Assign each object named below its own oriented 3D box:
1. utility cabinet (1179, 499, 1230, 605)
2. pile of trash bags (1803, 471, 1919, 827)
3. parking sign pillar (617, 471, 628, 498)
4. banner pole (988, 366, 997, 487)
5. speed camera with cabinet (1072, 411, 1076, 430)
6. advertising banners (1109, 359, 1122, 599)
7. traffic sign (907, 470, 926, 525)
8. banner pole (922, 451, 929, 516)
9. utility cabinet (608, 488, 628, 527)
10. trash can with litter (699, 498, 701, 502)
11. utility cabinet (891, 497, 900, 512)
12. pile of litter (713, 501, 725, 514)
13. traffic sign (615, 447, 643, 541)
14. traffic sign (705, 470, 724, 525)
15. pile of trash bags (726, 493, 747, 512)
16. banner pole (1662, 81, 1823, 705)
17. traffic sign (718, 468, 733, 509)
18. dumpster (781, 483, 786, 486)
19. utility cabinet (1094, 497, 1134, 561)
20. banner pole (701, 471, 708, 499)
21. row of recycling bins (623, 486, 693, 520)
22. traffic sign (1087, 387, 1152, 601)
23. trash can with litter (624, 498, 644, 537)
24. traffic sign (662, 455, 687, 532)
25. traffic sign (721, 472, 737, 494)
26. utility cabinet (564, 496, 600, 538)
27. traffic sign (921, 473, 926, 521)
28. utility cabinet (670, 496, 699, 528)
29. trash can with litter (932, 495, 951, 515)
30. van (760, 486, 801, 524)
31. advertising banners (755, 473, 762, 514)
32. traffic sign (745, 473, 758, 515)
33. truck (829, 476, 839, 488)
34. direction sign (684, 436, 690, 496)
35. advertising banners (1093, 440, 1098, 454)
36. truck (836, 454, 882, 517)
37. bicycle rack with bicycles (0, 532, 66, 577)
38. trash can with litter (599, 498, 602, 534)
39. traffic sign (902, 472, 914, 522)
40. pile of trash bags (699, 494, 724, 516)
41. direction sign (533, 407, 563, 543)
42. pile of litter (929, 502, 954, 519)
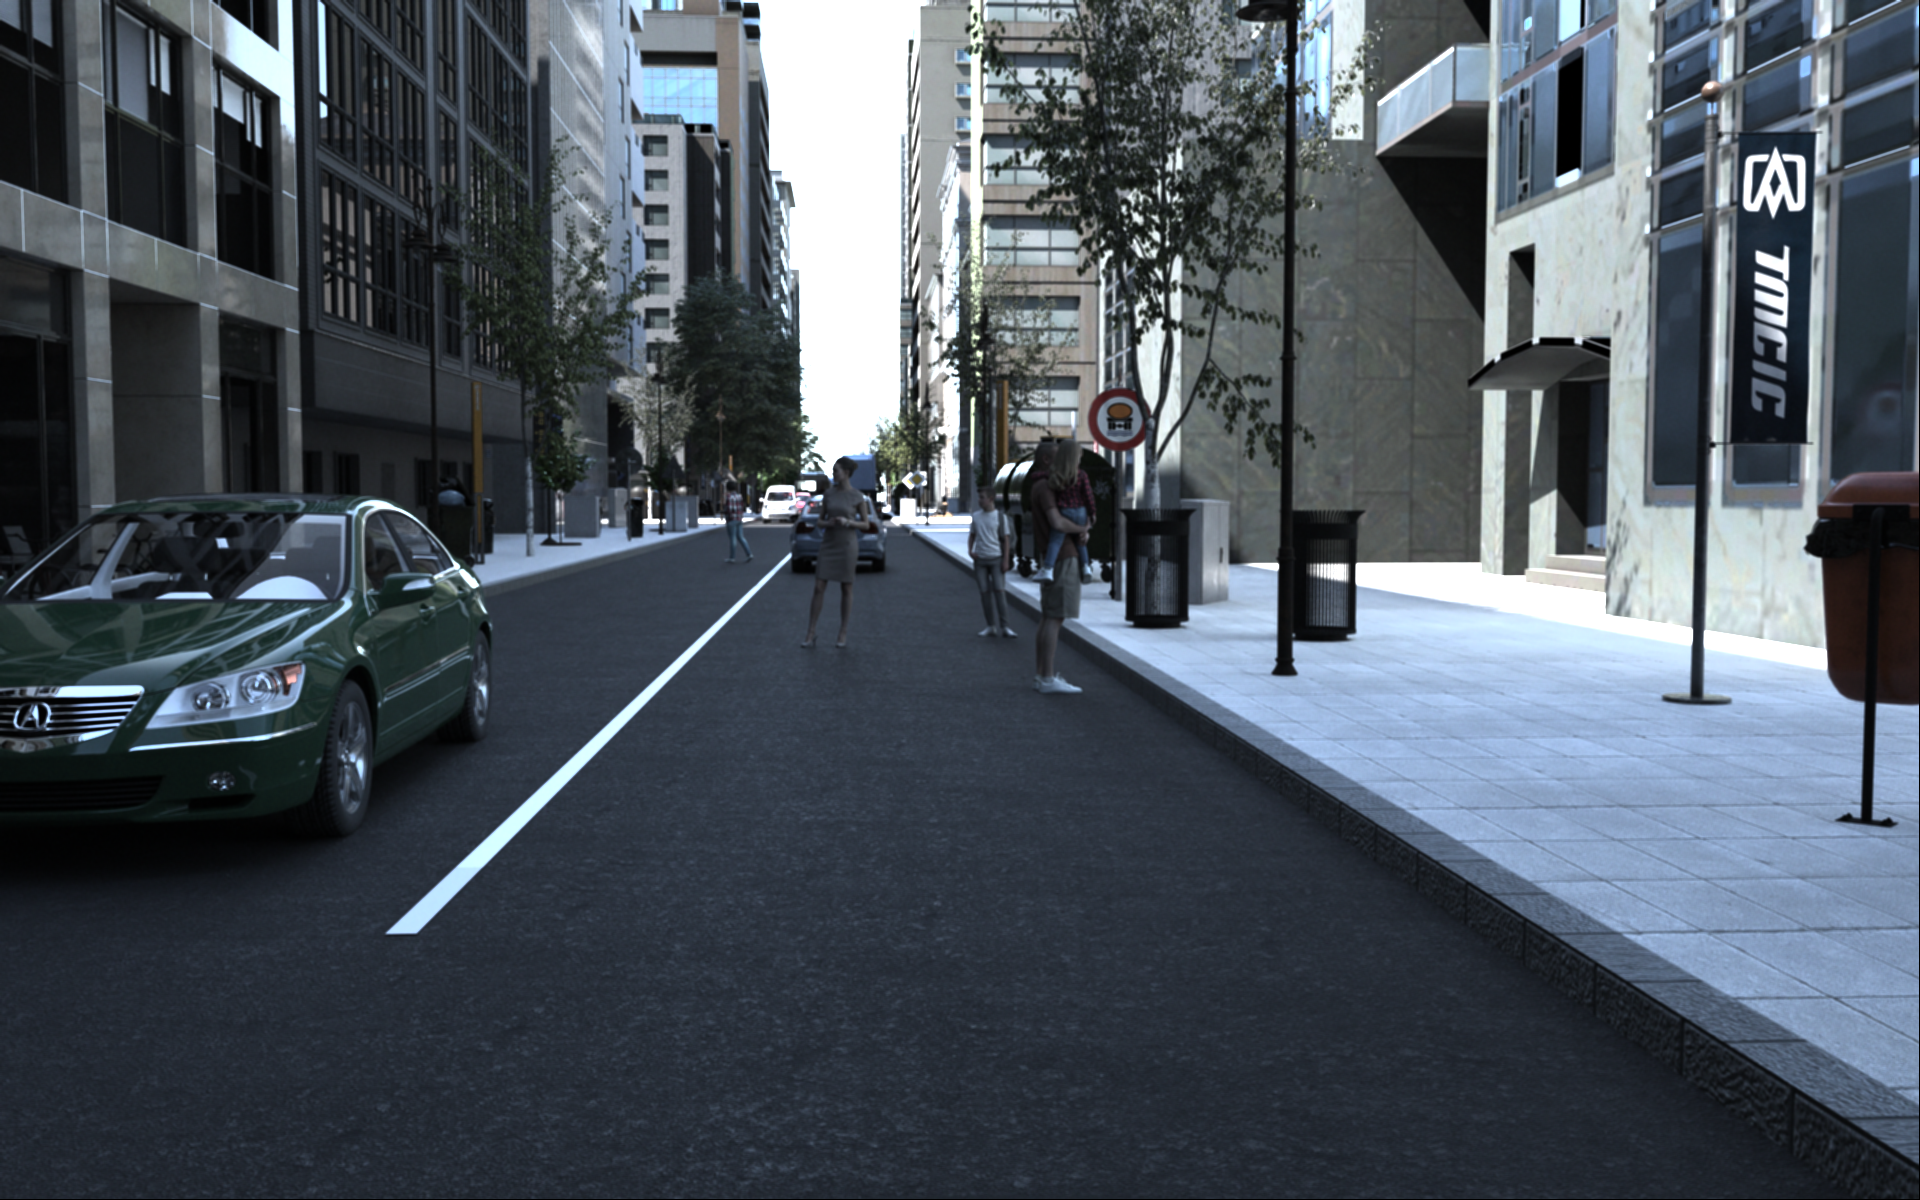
[{"bbox_3d":[2.908,-0.572,20.517,0.306,1.237,1.020,2,4,26],"label":"utility cabinet"},{"bbox_3d":[4.735,0.233,5.948,3.447,1.369,1.912,3,5,42],"label":"pile of trash bags"},{"bbox_3d":[-23.514,-8.000,119.270,1.447,3.967,1.447,0,4,6],"label":"parking sign pillar"},{"bbox_3d":[0.653,-2.703,34.217,0.401,3.779,0.863,1,4,12],"label":"banner pole"},{"bbox_3d":[2.105,-2.862,41.133,2.038,3.252,0.660,-1,4,-14],"label":"speed camera with cabinet"},{"bbox_3d":[1.991,-1.576,21.956,0.090,3.025,2.074,0,4,8],"label":"advertising banners"},{"bbox_3d":[-1.771,-4.147,71.453,0.795,2.450,0.064,0,4,-4],"label":"traffic sign"},{"bbox_3d":[-2.002,-6.833,101.732,0.401,3.779,0.863,2,4,27],"label":"banner pole"},{"bbox_3d":[-13.080,-3.523,66.285,0.318,1.500,1.173,1,4,12],"label":"utility cabinet"},{"bbox_3d":[-17.756,-6.368,115.502,0.624,1.170,1.055,2,4,26],"label":"trash can with litter"},{"bbox_3d":[-4.311,-6.763,121.734,1.020,1.237,0.306,1,4,14],"label":"utility cabinet"},{"bbox_3d":[-15.157,-5.854,109.685,1.719,0.858,1.176,0,4,6],"label":"pile of litter"},{"bbox_3d":[-9.019,-2.880,47.195,0.768,2.556,0.104,0,4,1],"label":"traffic sign"},{"bbox_3d":[-10.050,-4.118,70.965,0.795,2.450,0.064,0,4,-4],"label":"traffic sign"},{"bbox_3d":[-15.953,-6.784,120.668,1.912,1.369,3.447,0,4,4],"label":"pile of trash bags"},{"bbox_3d":[4.795,-1.259,10.606,0.863,3.779,0.401,0,4,2],"label":"banner pole"},{"bbox_3d":[-11.424,-5.147,84.261,0.768,2.556,0.104,0,4,-2],"label":"traffic sign"},{"bbox_3d":[-15.108,-8.737,145.339,1.502,2.255,1.985,0,4,-3],"label":"dumpster"},{"bbox_3d":[2.979,-1.374,33.635,0.306,1.237,1.020,3,4,37],"label":"utility cabinet"},{"bbox_3d":[-16.491,-7.453,111.870,0.401,3.779,0.863,2,4,28],"label":"banner pole"},{"bbox_3d":[-15.124,-4.932,87.750,3.534,1.692,1.069,-3,5,-43],"label":"row of recycling bins"},{"bbox_3d":[1.903,-1.261,20.729,0.768,2.556,0.104,0,4,1],"label":"traffic sign"},{"bbox_3d":[-9.749,-2.452,51.483,0.624,1.170,1.055,-1,4,-21],"label":"trash can with litter"},{"bbox_3d":[-9.616,-3.557,58.166,0.884,2.594,0.081,0,4,4],"label":"traffic sign"},{"bbox_3d":[-10.542,-4.605,78.935,0.795,2.450,0.064,0,4,-4],"label":"traffic sign"},{"bbox_3d":[-11.148,-2.442,51.080,1.020,1.237,0.306,1,4,14],"label":"utility cabinet"},{"bbox_3d":[-1.787,-4.821,80.949,0.606,2.300,0.079,0,4,0],"label":"traffic sign"},{"bbox_3d":[-10.408,-3.322,65.469,1.020,1.237,0.306,0,4,4],"label":"utility cabinet"},{"bbox_3d":[-0.891,-5.724,104.646,1.678,1.210,2.233,-1,4,-8],"label":"trash can with litter"},{"bbox_3d":[-8.835,-4.800,85.490,2.013,2.044,4.112,0,4,-3],"label":"van"},{"bbox_3d":[-13.057,-7.112,112.466,0.090,3.025,2.074,0,4,7],"label":"advertising banners"},{"bbox_3d":[-12.834,-6.517,106.661,0.768,2.556,0.104,0,4,0],"label":"traffic sign"},{"bbox_3d":[-19.835,-17.123,269.718,2.967,4.110,18.799,0,4,-4],"label":"truck"},{"bbox_3d":[-10.626,-4.620,67.526,0.379,3.537,0.876,-1,4,-23],"label":"direction sign"},{"bbox_3d":[4.005,-3.504,53.477,0.090,3.025,2.074,-1,4,-8],"label":"advertising banners"},{"bbox_3d":[-6.472,-7.437,111.349,2.967,4.110,18.799,0,4,-4],"label":"truck"},{"bbox_3d":[-7.726,-0.201,16.670,2.925,0.926,2.852,2,4,31],"label":"bicycle rack with bicycles"},{"bbox_3d":[-11.831,-2.673,55.093,0.624,1.170,1.055,-3,5,-43],"label":"trash can with litter"},{"bbox_3d":[-2.262,-4.635,79.423,0.795,2.450,0.064,0,4,-4],"label":"traffic sign"},{"bbox_3d":[-15.848,-5.566,100.753,3.447,1.369,1.912,2,4,29],"label":"pile of trash bags"},{"bbox_3d":[-10.778,-3.265,45.381,0.379,3.537,0.876,3,5,44],"label":"direction sign"},{"bbox_3d":[-0.849,-4.722,91.165,1.719,0.858,1.176,1,4,20],"label":"pile of litter"}]
